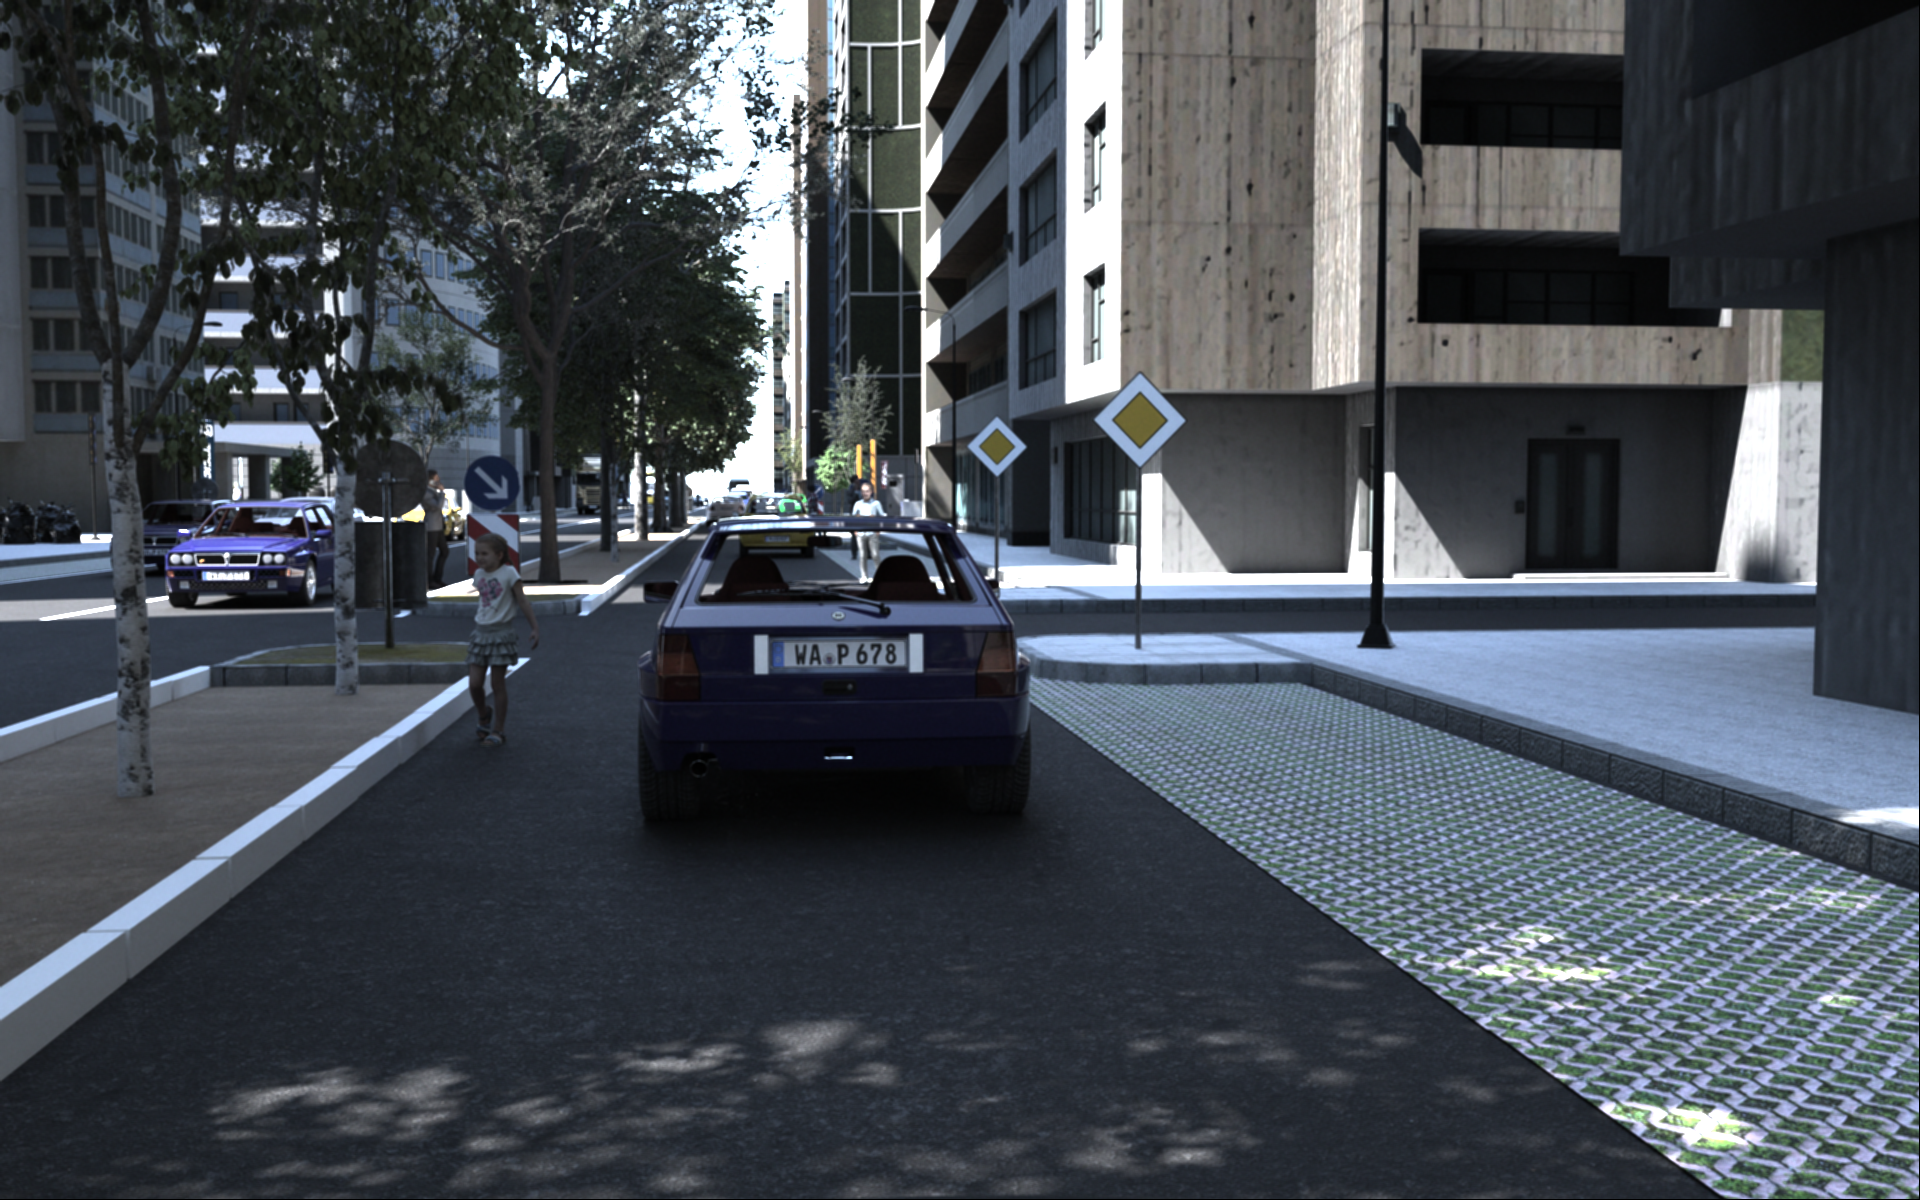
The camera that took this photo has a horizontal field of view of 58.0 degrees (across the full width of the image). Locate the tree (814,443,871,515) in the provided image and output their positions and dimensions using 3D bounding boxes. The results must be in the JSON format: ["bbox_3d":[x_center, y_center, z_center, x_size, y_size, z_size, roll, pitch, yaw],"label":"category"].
[{"bbox_3d":[-7.025,-7.345,103.811,4.285,4.588,4.351,0,3,0],"label":"tree"}]

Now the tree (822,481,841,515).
[{"bbox_3d":[-8.068,-6.970,108.555,1.663,3.219,1.824,0,3,0],"label":"tree"}]

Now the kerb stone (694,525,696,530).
[{"bbox_3d":[-10.248,-2.687,66.133,0.120,0.150,1.000,0,4,-7],"label":"kerb stone"}]

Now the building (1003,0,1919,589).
[{"bbox_3d":[8.723,-15.836,30.613,14.107,30.474,14.160,0,4,-7],"label":"building"}]

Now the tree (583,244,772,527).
[{"bbox_3d":[-12.239,-10.088,74.050,9.857,13.997,8.962,0,3,0],"label":"tree"}]

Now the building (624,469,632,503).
[{"bbox_3d":[-52.379,-28.355,235.300,14.160,30.474,14.107,0,4,-7],"label":"building"}]

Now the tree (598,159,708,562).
[{"bbox_3d":[-7.200,-5.079,35.864,4.360,8.622,3.978,0,3,0],"label":"tree"}]

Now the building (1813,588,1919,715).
[{"bbox_3d":[11.089,-14.445,7.874,14.160,30.474,14.107,0,4,-7],"label":"building"}]

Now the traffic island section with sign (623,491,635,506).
[{"bbox_3d":[-38.672,-11.750,200.733,1.989,1.847,2.006,0,4,-7],"label":"traffic island section with sign"}]

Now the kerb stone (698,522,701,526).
[{"bbox_3d":[-11.151,-3.119,73.250,0.120,0.150,1.000,0,4,-7],"label":"kerb stone"}]

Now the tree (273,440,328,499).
[{"bbox_3d":[-23.548,-4.138,62.260,1.663,3.219,1.824,0,3,0],"label":"tree"}]

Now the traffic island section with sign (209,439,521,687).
[{"bbox_3d":[-4.699,-0.349,13.847,2.006,1.907,1.989,0,4,-7],"label":"traffic island section with sign"}]

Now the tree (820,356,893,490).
[{"bbox_3d":[-5.697,-8.705,92.687,4.360,8.622,3.978,0,3,0],"label":"tree"}]

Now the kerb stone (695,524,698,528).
[{"bbox_3d":[-10.502,-2.811,68.172,0.120,0.150,1.000,0,4,-7],"label":"kerb stone"}]

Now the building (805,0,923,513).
[{"bbox_3d":[-0.130,-41.637,119.011,20.563,71.187,20.611,0,4,-7],"label":"building"}]

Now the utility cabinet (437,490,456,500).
[{"bbox_3d":[-26.925,-5.010,90.594,1.173,1.500,0.318,1,4,15],"label":"utility cabinet"}]

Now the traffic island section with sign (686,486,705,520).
[{"bbox_3d":[-15.084,-5.358,95.739,2.006,1.907,1.989,0,4,-7],"label":"traffic island section with sign"}]

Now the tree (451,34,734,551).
[{"bbox_3d":[-8.617,-7.454,42.453,7.486,12.596,7.792,0,3,0],"label":"tree"}]

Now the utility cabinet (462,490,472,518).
[{"bbox_3d":[-26.470,-5.154,92.953,0.318,1.500,1.173,0,4,-7],"label":"utility cabinet"}]

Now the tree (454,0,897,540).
[{"bbox_3d":[-8.565,-11.871,52.438,12.611,20.169,13.585,0,3,0],"label":"tree"}]

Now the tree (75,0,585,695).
[{"bbox_3d":[-4.435,-3.638,12.308,4.737,8.622,4.395,0,3,0],"label":"tree"}]

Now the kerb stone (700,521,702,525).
[{"bbox_3d":[-11.407,-3.246,75.278,0.120,0.150,1.000,0,4,-7],"label":"kerb stone"}]

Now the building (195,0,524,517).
[{"bbox_3d":[-39.681,-34.510,106.241,21.231,58.520,28.212,0,4,-7],"label":"building"}]

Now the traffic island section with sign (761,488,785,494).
[{"bbox_3d":[-15.820,-8.541,148.274,1.989,1.847,2.006,0,4,-7],"label":"traffic island section with sign"}]

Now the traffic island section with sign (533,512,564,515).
[{"bbox_3d":[-28.371,-6.783,119.528,1.989,1.847,2.006,0,4,-7],"label":"traffic island section with sign"}]

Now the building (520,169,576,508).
[{"bbox_3d":[-41.844,-23.308,152.789,14.160,30.474,14.107,0,4,-7],"label":"building"}]

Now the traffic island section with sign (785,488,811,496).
[{"bbox_3d":[-6.106,-3.859,71.730,1.989,1.847,2.006,0,4,-7],"label":"traffic island section with sign"}]

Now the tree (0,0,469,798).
[{"bbox_3d":[-3.854,-3.357,7.704,4.360,8.622,3.978,0,3,0],"label":"tree"}]

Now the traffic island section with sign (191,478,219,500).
[{"bbox_3d":[-18.592,-2.066,42.401,1.989,1.847,2.006,0,4,-7],"label":"traffic island section with sign"}]

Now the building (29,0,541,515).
[{"bbox_3d":[-48.439,-26.916,131.955,32.217,40.220,23.993,0,4,-7],"label":"building"}]

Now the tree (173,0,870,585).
[{"bbox_3d":[-6.620,-7.011,27.453,12.009,13.543,11.850,0,3,0],"label":"tree"}]

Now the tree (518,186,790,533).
[{"bbox_3d":[-11.086,-8.819,63.661,9.611,12.733,9.660,0,3,0],"label":"tree"}]

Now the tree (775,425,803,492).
[{"bbox_3d":[-17.089,-14.039,179.900,4.737,8.622,4.395,0,3,0],"label":"tree"}]

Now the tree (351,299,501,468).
[{"bbox_3d":[-26.137,-9.136,83.788,8.767,10.594,7.601,1,4,8],"label":"tree"}]

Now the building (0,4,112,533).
[{"bbox_3d":[-40.987,-22.494,59.659,32.217,40.220,23.993,0,4,-7],"label":"building"}]

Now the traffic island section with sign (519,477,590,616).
[{"bbox_3d":[-5.621,-0.799,21.196,2.006,1.907,1.989,0,4,-7],"label":"traffic island section with sign"}]

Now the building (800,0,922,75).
[{"bbox_3d":[-5.377,-29.793,137.226,14.600,45.320,14.200,0,4,-7],"label":"building"}]

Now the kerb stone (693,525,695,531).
[{"bbox_3d":[-10.117,-2.624,65.116,0.120,0.150,1.000,0,4,-7],"label":"kerb stone"}]

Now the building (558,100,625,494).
[{"bbox_3d":[-53.426,-36.163,214.968,21.300,48.544,21.600,0,4,-7],"label":"building"}]

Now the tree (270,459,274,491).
[{"bbox_3d":[-32.165,-5.362,82.263,1.663,3.219,1.824,0,3,0],"label":"tree"}]

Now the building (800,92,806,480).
[{"bbox_3d":[-3.312,-30.859,159.169,22.147,44.769,28.867,0,4,-7],"label":"building"}]

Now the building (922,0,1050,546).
[{"bbox_3d":[10.530,-26.242,52.767,21.300,48.544,21.600,0,4,-7],"label":"building"}]

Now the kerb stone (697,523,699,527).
[{"bbox_3d":[-10.769,-2.936,70.206,0.120,0.150,1.000,0,4,-7],"label":"kerb stone"}]

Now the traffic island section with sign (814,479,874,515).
[{"bbox_3d":[-2.718,-2.224,44.988,1.989,1.847,2.006,0,4,-7],"label":"traffic island section with sign"}]

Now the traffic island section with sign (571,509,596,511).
[{"bbox_3d":[-31.769,-8.418,146.269,1.989,1.847,2.006,0,4,-7],"label":"traffic island section with sign"}]

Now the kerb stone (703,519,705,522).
[{"bbox_3d":[-12.183,-3.620,81.374,0.120,0.150,1.000,0,4,-7],"label":"kerb stone"}]
